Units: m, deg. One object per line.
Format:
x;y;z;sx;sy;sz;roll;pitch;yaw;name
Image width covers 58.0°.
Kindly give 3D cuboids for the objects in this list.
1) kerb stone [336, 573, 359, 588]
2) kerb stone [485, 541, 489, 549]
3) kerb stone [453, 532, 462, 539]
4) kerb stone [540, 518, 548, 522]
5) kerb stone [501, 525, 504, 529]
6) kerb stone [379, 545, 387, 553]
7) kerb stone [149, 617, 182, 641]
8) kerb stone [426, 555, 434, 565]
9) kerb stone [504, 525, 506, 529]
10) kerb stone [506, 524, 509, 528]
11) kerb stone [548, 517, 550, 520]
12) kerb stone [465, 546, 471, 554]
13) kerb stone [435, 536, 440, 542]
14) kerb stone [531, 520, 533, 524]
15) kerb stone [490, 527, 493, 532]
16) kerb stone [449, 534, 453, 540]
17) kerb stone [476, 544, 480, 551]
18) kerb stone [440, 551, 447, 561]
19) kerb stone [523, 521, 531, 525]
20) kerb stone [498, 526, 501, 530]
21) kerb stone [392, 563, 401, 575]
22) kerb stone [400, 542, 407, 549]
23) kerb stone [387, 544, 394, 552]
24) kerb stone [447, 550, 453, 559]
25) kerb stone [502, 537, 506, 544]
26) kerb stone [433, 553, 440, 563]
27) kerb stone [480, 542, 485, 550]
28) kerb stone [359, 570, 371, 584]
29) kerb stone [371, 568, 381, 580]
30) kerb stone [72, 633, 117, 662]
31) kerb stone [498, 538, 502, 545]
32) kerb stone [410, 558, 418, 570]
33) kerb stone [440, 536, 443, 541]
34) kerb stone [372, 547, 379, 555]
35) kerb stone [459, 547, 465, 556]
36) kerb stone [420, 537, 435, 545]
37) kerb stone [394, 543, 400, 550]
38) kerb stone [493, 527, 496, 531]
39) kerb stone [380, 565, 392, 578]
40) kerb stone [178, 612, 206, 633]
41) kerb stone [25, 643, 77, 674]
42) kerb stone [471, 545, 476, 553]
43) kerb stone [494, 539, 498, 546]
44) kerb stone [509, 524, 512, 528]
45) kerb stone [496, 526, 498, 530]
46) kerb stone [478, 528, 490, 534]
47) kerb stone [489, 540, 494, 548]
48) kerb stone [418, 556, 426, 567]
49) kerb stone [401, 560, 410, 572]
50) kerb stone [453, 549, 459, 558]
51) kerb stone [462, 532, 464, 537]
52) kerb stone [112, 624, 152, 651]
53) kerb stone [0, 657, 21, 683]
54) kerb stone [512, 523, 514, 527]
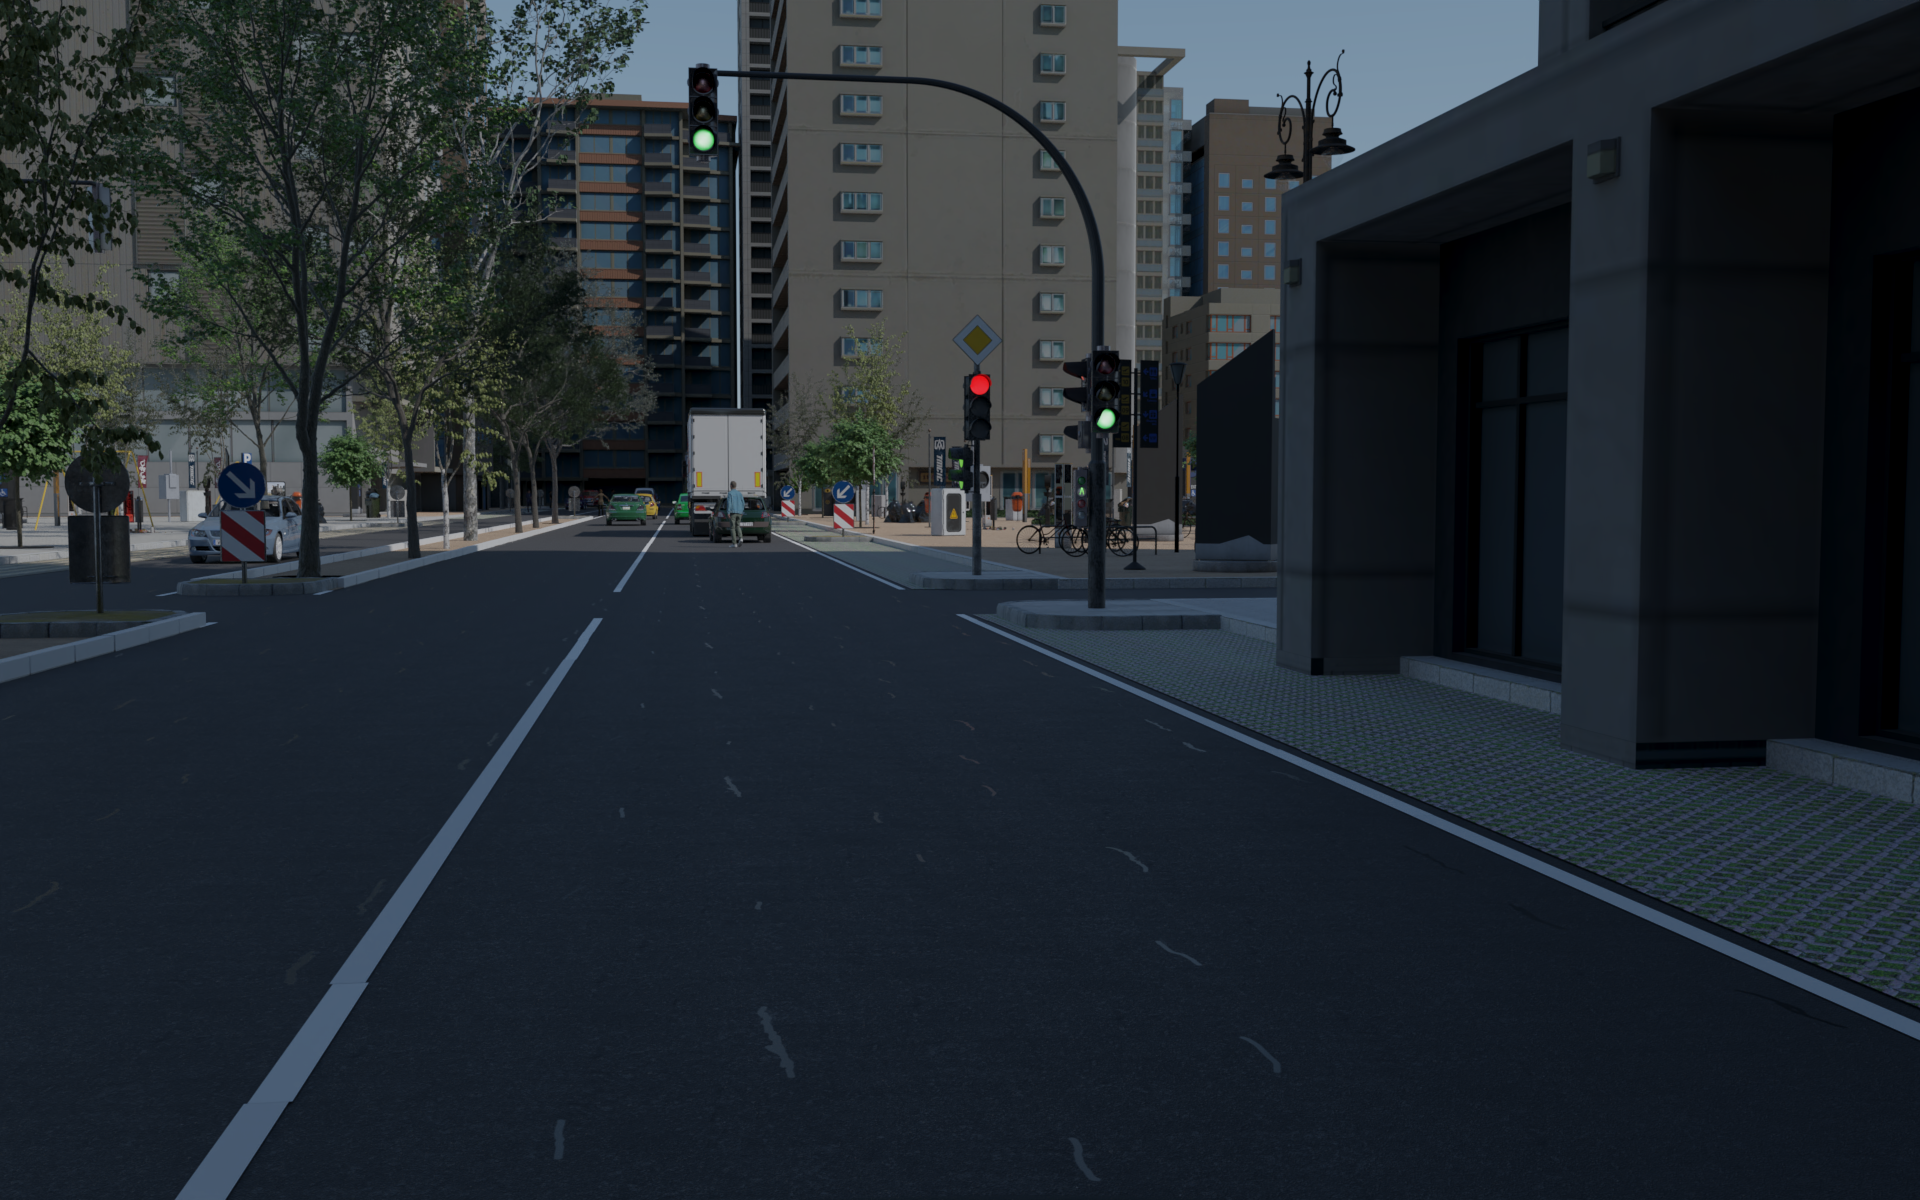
-9.534;-0.288;26.903;0.120;0.150;1.000;-1;4;-9;kerb stone
-12.458;-1.399;45.172;0.120;0.150;1.000;-1;4;-9;kerb stone
-16.303;-2.065;55.952;0.120;0.150;1.000;-1;4;-9;kerb stone
-21.960;-4.231;91.389;0.120;0.150;1.000;-1;4;-9;kerb stone
-18.403;-2.869;69.101;0.120;0.150;1.000;-1;4;-9;kerb stone
-14.032;-1.192;41.758;0.120;0.150;1.000;-1;4;-9;kerb stone
-7.993;0.302;17.265;0.120;0.150;1.000;-1;4;-9;kerb stone
-10.829;-0.779;35.014;0.120;0.150;1.000;-1;4;-9;kerb stone
-18.574;-2.931;70.111;0.120;0.150;1.000;-1;4;-9;kerb stone
-18.731;-2.990;71.125;0.120;0.150;1.000;-1;4;-9;kerb stone
-22.135;-4.290;92.397;0.120;0.150;1.000;-1;4;-9;kerb stone
-11.800;-1.155;41.114;0.120;0.150;1.000;-1;4;-9;kerb stone
-15.493;-1.754;50.880;0.120;0.150;1.000;-1;4;-9;kerb stone
-20.506;-3.674;82.267;0.120;0.150;1.000;-1;4;-9;kerb stone
-17.758;-2.622;65.057;0.120;0.150;1.000;-1;4;-9;kerb stone
-15.977;-1.939;53.909;0.120;0.150;1.000;-1;4;-9;kerb stone
-12.131;-1.279;43.151;0.120;0.150;1.000;-1;4;-9;kerb stone
-11.157;-0.907;37.032;0.120;0.150;1.000;-1;4;-9;kerb stone
-20.342;-3.605;81.258;0.120;0.150;1.000;-1;4;-9;kerb stone
-18.239;-2.807;68.086;0.120;0.150;1.000;-1;4;-9;kerb stone
-10.184;-0.537;30.969;0.120;0.150;1.000;-1;4;-9;kerb stone
-14.521;-1.381;44.788;0.120;0.150;1.000;-1;4;-9;kerb stone
-14.197;-1.258;42.769;0.120;0.150;1.000;-1;4;-9;kerb stone
-11.317;-0.969;38.047;0.120;0.150;1.000;-1;4;-9;kerb stone
-13.099;-1.650;49.214;0.120;0.150;1.000;-1;4;-9;kerb stone
-10.997;-0.846;36.022;0.120;0.150;1.000;-1;4;-9;kerb stone
-12.298;-1.339;44.162;0.120;0.150;1.000;-1;4;-9;kerb stone
-9.692;-0.350;27.922;0.120;0.150;1.000;-1;4;-9;kerb stone
-9.864;-0.412;28.934;0.120;0.150;1.000;-1;4;-9;kerb stone
-7.672;0.430;15.241;0.120;0.150;1.000;-1;4;-9;kerb stone
-12.941;-1.591;48.204;0.120;0.150;1.000;-1;4;-9;kerb stone
-10.505;-0.660;32.988;0.120;0.150;1.000;-1;4;-9;kerb stone
-15.660;-1.816;51.889;0.120;0.150;1.000;-1;4;-9;kerb stone
-13.873;-1.135;40.747;0.120;0.150;1.000;-1;4;-9;kerb stone
-11.639;-1.090;40.089;0.120;0.150;1.000;-1;4;-9;kerb stone
-15.330;-1.692;49.867;0.120;0.150;1.000;-1;4;-9;kerb stone
-14.359;-1.317;43.779;0.120;0.150;1.000;-1;4;-9;kerb stone
-17.917;-2.674;66.067;0.120;0.150;1.000;-1;4;-9;kerb stone
-10.017;-0.474;29.950;0.120;0.150;1.000;-1;4;-9;kerb stone
-8.158;0.240;18.279;0.120;0.150;1.000;-1;4;-9;kerb stone
-7.508;0.488;14.217;0.120;0.150;1.000;-1;4;-9;kerb stone
-11.966;-1.219;42.129;0.120;0.150;1.000;-1;4;-9;kerb stone
-12.777;-1.529;47.195;0.120;0.150;1.000;-1;4;-9;kerb stone
-18.885;-3.054;72.136;0.120;0.150;1.000;-1;4;-9;kerb stone
-18.090;-2.744;67.075;0.120;0.150;1.000;-1;4;-9;kerb stone
-17.601;-2.559;64.038;0.120;0.150;1.000;-1;4;-9;kerb stone
-12.615;-1.467;46.182;0.120;0.150;1.000;-1;4;-9;kerb stone
-10.671;-0.722;34.004;0.120;0.150;1.000;-1;4;-9;kerb stone
-10.343;-0.598;31.979;0.120;0.150;1.000;-1;4;-9;kerb stone
-11.478;-1.032;39.065;0.120;0.150;1.000;-1;4;-9;kerb stone
-16.468;-2.127;56.967;0.120;0.150;1.000;-1;4;-9;kerb stone
-7.827;0.364;16.251;0.120;0.150;1.000;-1;4;-9;kerb stone
-7.346;0.550;13.207;0.120;0.150;1.000;-1;4;-9;kerb stone
-19.055;-3.114;73.151;0.120;0.150;1.000;-1;4;-9;kerb stone
